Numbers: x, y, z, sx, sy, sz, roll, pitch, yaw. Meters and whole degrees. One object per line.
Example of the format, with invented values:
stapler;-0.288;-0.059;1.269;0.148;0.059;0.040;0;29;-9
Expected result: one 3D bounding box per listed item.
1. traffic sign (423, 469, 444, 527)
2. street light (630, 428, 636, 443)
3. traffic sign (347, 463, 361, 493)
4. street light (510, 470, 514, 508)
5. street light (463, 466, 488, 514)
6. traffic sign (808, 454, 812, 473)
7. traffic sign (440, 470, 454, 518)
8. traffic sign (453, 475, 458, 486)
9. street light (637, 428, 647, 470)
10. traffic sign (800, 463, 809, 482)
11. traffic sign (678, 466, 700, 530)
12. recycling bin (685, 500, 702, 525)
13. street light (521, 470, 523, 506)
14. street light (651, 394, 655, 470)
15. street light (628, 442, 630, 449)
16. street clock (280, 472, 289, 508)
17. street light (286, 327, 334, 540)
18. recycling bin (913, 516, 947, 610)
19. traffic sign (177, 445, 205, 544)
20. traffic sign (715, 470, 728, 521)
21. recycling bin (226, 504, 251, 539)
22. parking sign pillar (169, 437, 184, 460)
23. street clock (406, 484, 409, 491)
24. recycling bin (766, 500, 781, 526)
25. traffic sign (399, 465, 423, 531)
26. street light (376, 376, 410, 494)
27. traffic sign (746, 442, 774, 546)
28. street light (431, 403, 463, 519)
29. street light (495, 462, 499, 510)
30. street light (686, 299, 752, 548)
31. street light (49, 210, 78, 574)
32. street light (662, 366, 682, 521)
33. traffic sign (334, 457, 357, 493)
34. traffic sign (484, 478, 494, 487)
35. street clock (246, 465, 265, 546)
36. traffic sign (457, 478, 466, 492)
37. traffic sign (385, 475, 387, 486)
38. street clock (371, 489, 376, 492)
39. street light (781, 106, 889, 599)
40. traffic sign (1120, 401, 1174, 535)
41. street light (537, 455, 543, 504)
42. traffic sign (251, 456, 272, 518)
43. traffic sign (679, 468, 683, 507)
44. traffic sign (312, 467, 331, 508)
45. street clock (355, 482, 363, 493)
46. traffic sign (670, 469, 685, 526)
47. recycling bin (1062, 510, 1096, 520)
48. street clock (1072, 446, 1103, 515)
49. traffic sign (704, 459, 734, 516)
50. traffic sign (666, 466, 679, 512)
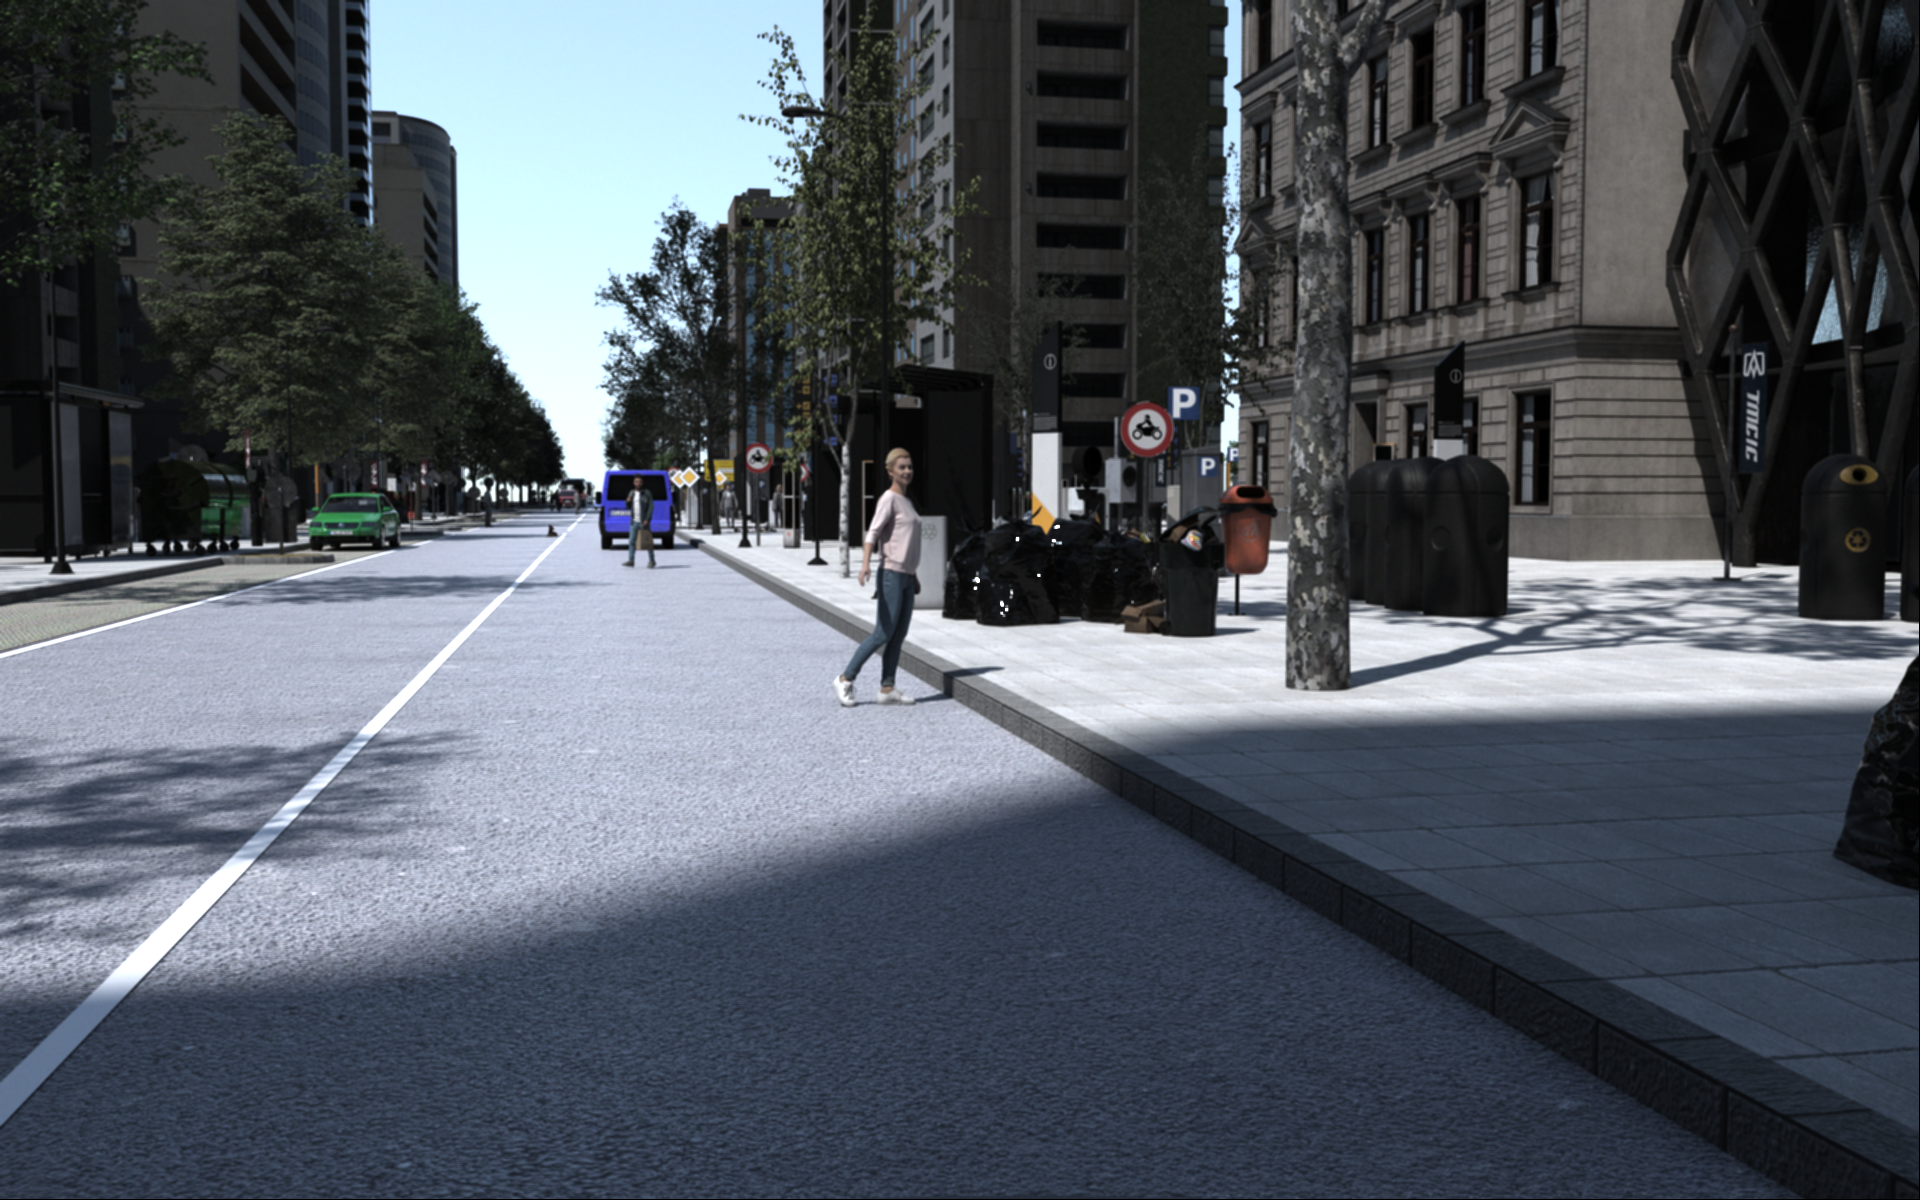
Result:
traffic sign;-20.641;-3.931;67.912;0.795;2.450;0.064;-1;4;-12
street light;-22.308;-9.153;122.195;1.470;5.913;1.316;-1;4;-12
traffic sign;-23.909;-4.153;68.002;0.768;2.556;0.104;0;4;-6
street light;-37.561;-10.390;142.416;1.470;5.913;1.316;-1;4;-12
street light;-30.769;-8.364;109.298;1.470;5.913;1.316;-1;4;-12
traffic sign;-4.063;-3.094;50.690;0.768;2.556;0.104;0;4;-5
traffic sign;-27.574;-5.688;93.097;0.768;2.556;0.104;-1;4;-10
traffic sign;-33.843;-7.054;115.443;0.768;2.556;0.104;-1;4;-10
street light;-17.947;-7.877;101.322;1.470;5.913;1.316;-1;4;-12
traffic sign;-6.619;-4.363;71.449;0.768;2.556;0.104;0;4;-3
traffic sign;-9.682;-3.568;61.981;0.795;2.450;0.064;-1;4;-12
recycling bin;-11.047;-3.651;72.242;0.722;1.027;0.722;-1;4;-17
street light;-41.626;-11.645;162.944;1.470;5.913;1.316;-1;4;-12
street light;-13.727;-6.627;80.885;1.470;5.913;1.316;-1;4;-12
street light;-26.406;-10.409;142.725;1.470;5.913;1.316;-1;4;-12
street clock;-22.344;-3.215;57.130;0.471;2.002;0.358;2;4;34
street light;-18.087;-4.626;48.180;1.470;5.913;1.316;-1;4;-12
recycling bin;-0.524;-0.426;19.515;0.722;1.027;0.722;0;4;-4
traffic sign;-19.773;-2.724;44.644;0.768;2.556;0.104;-1;4;-9
traffic sign;-11.589;-5.028;83.397;0.795;2.450;0.064;-1;4;-8
recycling bin;-20.726;-2.263;49.555;0.722;1.027;0.722;-1;4;-14
parking sign pillar;-36.637;-5.709;81.816;1.447;3.967;1.447;-1;4;-12
street clock;-36.709;-6.772;115.295;0.358;2.002;0.471;-2;4;-26
recycling bin;-7.460;-3.556;70.693;0.722;1.027;0.722;1;4;17
traffic sign;-19.036;-3.452;60.090;0.795;2.450;0.064;-1;4;-12
street light;-22.229;-5.831;67.883;1.470;5.913;1.316;-1;4;-12
traffic sign;-4.984;-2.609;42.766;0.768;2.556;0.104;-1;4;-11
street light;-26.451;-7.108;88.759;1.470;5.913;1.316;-1;4;-12
street light;-34.869;-9.616;129.760;1.470;5.913;1.316;-1;4;-12
street light;-5.710;-4.213;41.432;1.470;5.913;1.316;-1;4;-12
street light;-13.892;-3.376;27.738;1.470;5.913;1.316;-1;4;-12
street light;-9.880;-5.465;61.892;1.470;5.913;1.316;-1;4;-12
traffic sign;-21.121;-3.635;59.538;0.768;2.556;0.104;0;4;-4
traffic sign;-36.771;-8.263;135.199;0.768;2.556;0.104;-1;4;-9
street clock;-17.292;-2.324;42.562;0.471;2.002;0.358;3;4;36
traffic sign;-40.487;-8.597;140.668;0.768;2.556;0.104;0;4;-4
traffic sign;-30.556;-5.560;93.041;0.606;2.300;0.079;-1;4;-9
street clock;-36.167;-6.256;106.858;0.358;2.002;0.471;1;4;21
street light;-1.448;-2.964;21.003;1.470;5.913;1.316;-1;4;-12
traffic sign;2.561;-1.454;23.874;0.768;2.556;0.104;-1;4;-11
street light;-49.998;-14.146;203.832;1.470;5.913;1.316;-1;4;-12
traffic sign;-18.913;-2.734;46.828;0.606;2.300;0.079;0;4;-3
traffic sign;-13.842;-5.209;85.269;0.768;2.556;0.104;0;4;-4
traffic sign;-30.567;-5.074;82.962;0.884;2.594;0.081;0;4;-4
street clock;-37.431;-6.320;107.895;0.358;2.002;0.471;2;4;28
traffic sign;-11.286;-4.047;69.803;0.795;2.450;0.064;-1;4;-12
recycling bin;1.683;-0.874;26.838;0.722;1.027;0.722;0;4;-7
street clock;1.915;-1.319;26.139;0.358;2.002;0.471;3;5;43
traffic sign;-13.830;-6.572;101.317;2.265;3.308;0.079;0;4;-3
traffic sign;-13.222;-4.889;80.048;0.768;2.556;0.104;0;4;-2
